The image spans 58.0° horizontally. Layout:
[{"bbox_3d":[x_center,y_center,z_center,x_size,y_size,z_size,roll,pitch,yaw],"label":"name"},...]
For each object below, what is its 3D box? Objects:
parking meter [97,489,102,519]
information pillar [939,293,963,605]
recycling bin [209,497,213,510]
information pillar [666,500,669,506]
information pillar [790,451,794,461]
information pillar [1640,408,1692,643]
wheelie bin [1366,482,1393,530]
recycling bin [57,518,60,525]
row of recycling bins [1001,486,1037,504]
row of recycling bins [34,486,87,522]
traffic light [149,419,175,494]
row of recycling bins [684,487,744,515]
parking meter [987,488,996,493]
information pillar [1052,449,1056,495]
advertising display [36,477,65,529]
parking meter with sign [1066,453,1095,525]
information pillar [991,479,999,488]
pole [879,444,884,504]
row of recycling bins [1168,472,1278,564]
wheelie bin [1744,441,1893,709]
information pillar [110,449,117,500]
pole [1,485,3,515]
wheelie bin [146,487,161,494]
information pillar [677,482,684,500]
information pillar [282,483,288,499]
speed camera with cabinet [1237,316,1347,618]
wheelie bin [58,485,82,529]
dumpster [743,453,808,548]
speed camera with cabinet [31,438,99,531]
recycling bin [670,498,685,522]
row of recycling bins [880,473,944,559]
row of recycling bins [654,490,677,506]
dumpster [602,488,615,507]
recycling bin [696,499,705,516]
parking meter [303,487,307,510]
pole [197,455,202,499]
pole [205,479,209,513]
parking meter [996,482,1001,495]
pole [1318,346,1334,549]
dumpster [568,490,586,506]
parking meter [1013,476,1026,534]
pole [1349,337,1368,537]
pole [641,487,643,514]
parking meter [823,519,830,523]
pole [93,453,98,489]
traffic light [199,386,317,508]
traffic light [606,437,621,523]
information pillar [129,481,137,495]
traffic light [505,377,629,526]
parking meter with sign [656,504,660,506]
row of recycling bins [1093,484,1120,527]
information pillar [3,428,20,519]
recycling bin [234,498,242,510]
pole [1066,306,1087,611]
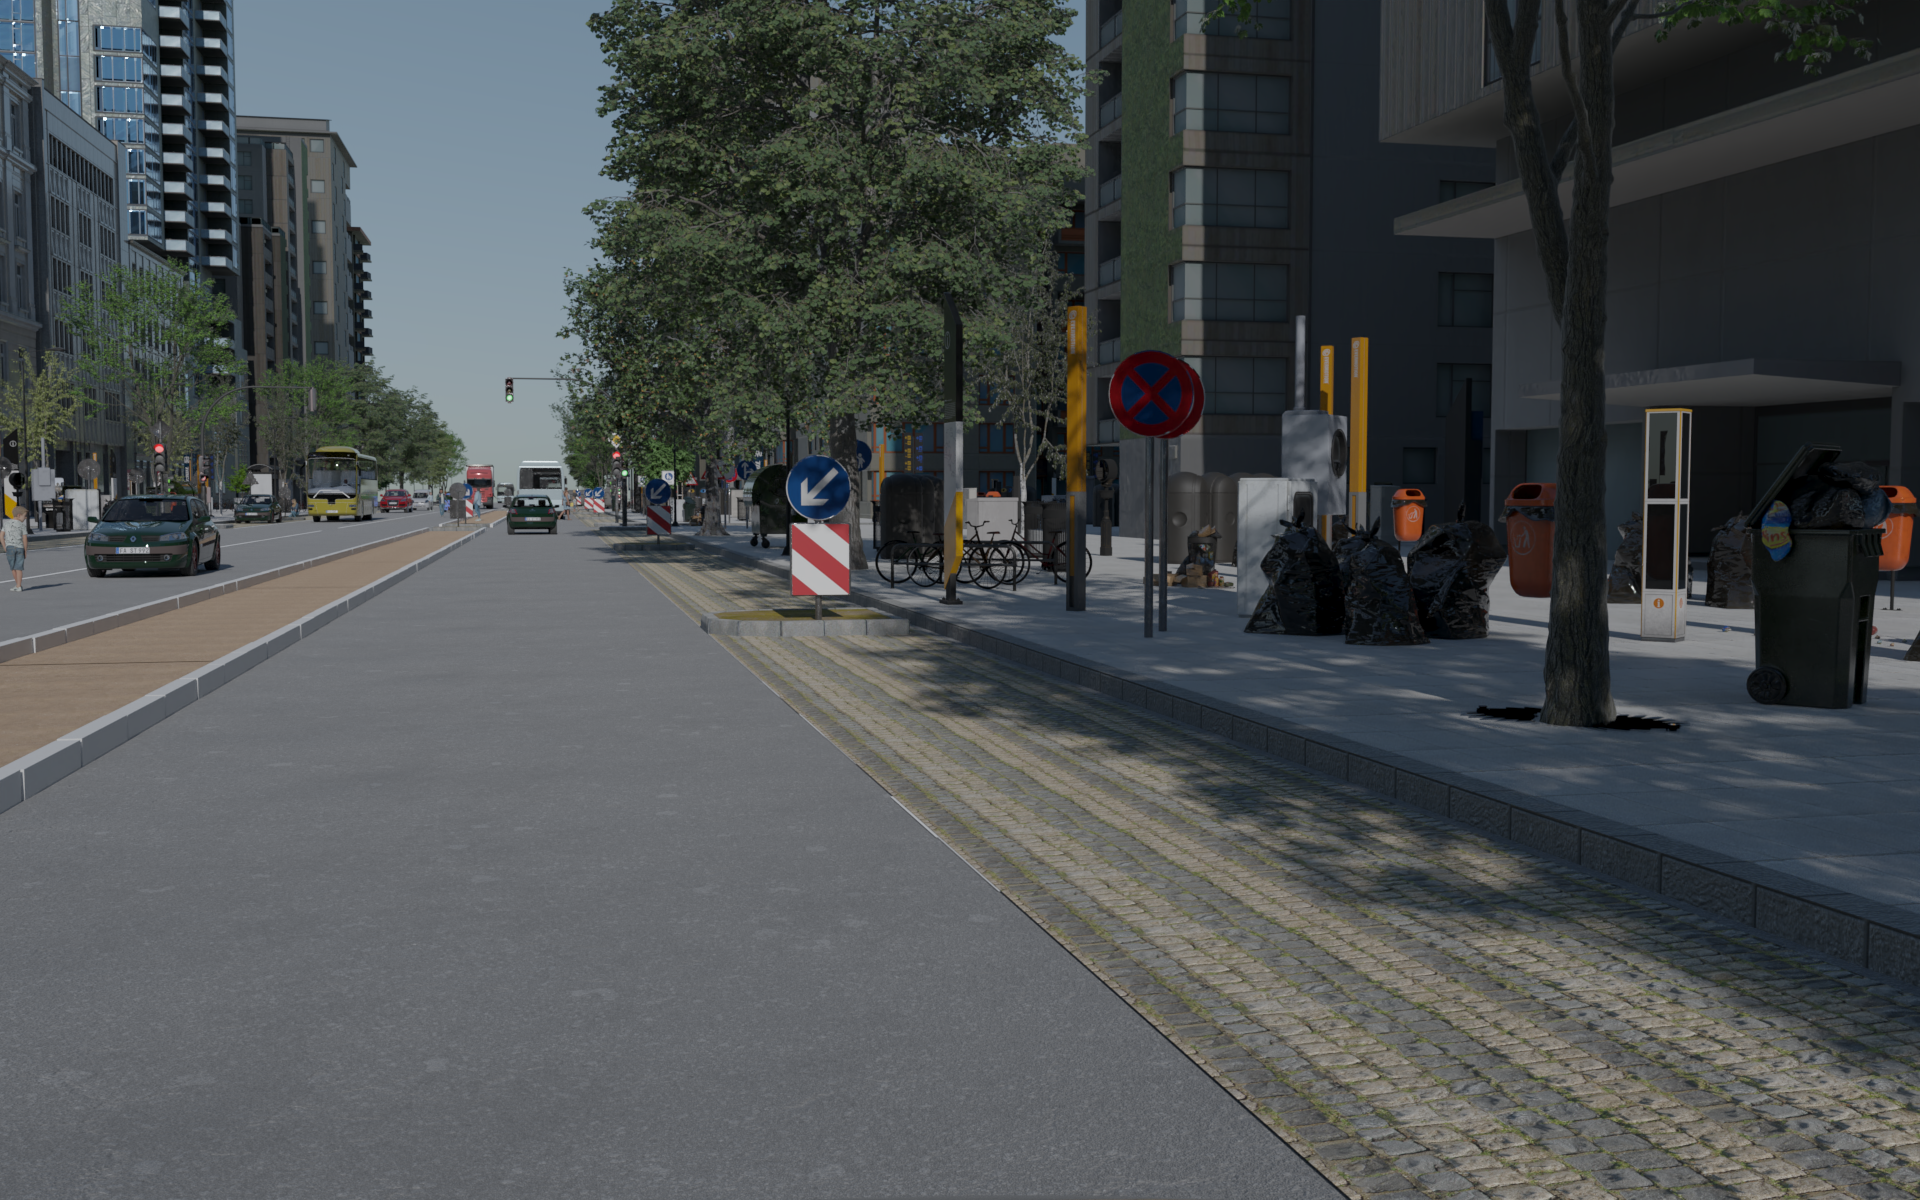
[{"bbox_3d":[-41.416,-4.569,83.108,0.372,1.533,0.369,0,3,0],"label":"parking meter"},{"bbox_3d":[-0.081,-1.754,20.031,0.183,3.616,0.504,-1,4,-17],"label":"information pillar"},{"bbox_3d":[-58.988,-7.522,135.538,0.722,1.027,0.722,3,5,39],"label":"recycling bin"},{"bbox_3d":[-16.689,-5.746,98.445,0.304,2.012,0.304,0,4,-1],"label":"information pillar"},{"bbox_3d":[-8.537,-5.863,87.215,0.183,3.616,0.504,-3,5,-43],"label":"information pillar"},{"bbox_3d":[6.142,-0.647,15.072,0.304,2.012,0.304,3,4,39],"label":"information pillar"},{"bbox_3d":[11.092,-2.291,45.369,0.693,1.594,0.980,-2,4,-31],"label":"wheelie bin"},{"bbox_3d":[-37.470,-3.682,72.748,0.722,1.027,0.722,3,5,40],"label":"recycling bin"},{"bbox_3d":[2.925,-4.857,86.532,1.069,1.692,3.534,-1,4,-19],"label":"row of recycling bins"},{"bbox_3d":[-41.709,-4.479,80.340,1.069,1.692,3.534,0,4,4],"label":"row of recycling bins"},{"bbox_3d":[-29.762,-4.629,64.603,0.839,4.253,0.868,-1,4,-13],"label":"traffic light"},{"bbox_3d":[-15.358,-6.105,106.935,3.534,1.692,1.069,0,4,7],"label":"row of recycling bins"},{"bbox_3d":[1.309,-3.903,72.221,0.372,1.533,0.369,0,3,0],"label":"parking meter"},{"bbox_3d":[4.840,-5.976,89.058,0.183,3.616,0.504,1,4,19],"label":"information pillar"},{"bbox_3d":[-33.847,-3.623,64.453,0.974,1.923,0.123,-2,4,-35],"label":"advertising display"},{"bbox_3d":[5.316,-4.681,72.788,1.738,3.016,0.543,0,4,1],"label":"parking meter with sign"},{"bbox_3d":[1.748,-5.023,86.613,0.304,2.012,0.304,-1,4,-12],"label":"information pillar"},{"bbox_3d":[-3.206,-4.712,70.888,0.158,3.312,0.155,0,3,0],"label":"pole"},{"bbox_3d":[5.063,-1.578,32.913,1.069,1.692,3.534,3,5,41],"label":"row of recycling bins"},{"bbox_3d":[5.265,-0.166,10.615,0.693,1.594,0.980,3,5,42],"label":"wheelie bin"},{"bbox_3d":[-43.860,-6.020,89.781,0.183,3.616,0.504,0,4,-5],"label":"information pillar"},{"bbox_3d":[-32.854,-3.995,59.168,0.158,3.312,0.155,0,3,0],"label":"pole"},{"bbox_3d":[-34.717,-4.086,74.711,0.980,1.594,0.693,-1,4,-17],"label":"wheelie bin"},{"bbox_3d":[-15.701,-5.678,97.322,0.304,2.012,0.304,0,4,4],"label":"information pillar"},{"bbox_3d":[-45.879,-6.923,117.690,0.304,2.012,0.304,-2,4,-30],"label":"information pillar"},{"bbox_3d":[3.605,-1.486,18.626,0.660,3.252,2.038,2,4,29],"label":"speed camera with cabinet"},{"bbox_3d":[-32.526,-3.404,63.558,0.980,1.594,0.693,-3,4,-37],"label":"wheelie bin"},{"bbox_3d":[-4.359,-2.391,41.589,1.502,2.255,1.985,-1,4,-13],"label":"dumpster"},{"bbox_3d":[-31.700,-4.098,61.344,2.038,3.252,0.660,-3,4,-36],"label":"speed camera with cabinet"},{"bbox_3d":[-12.824,-4.102,79.625,0.722,1.027,0.722,0,4,-5],"label":"recycling bin"},{"bbox_3d":[-0.891,-1.750,35.724,1.069,1.692,3.534,1,4,10],"label":"row of recycling bins"},{"bbox_3d":[-24.274,-8.518,146.382,3.534,1.692,1.069,-1,4,-17],"label":"row of recycling bins"},{"bbox_3d":[-29.502,-8.580,146.044,1.264,1.857,1.865,-1,4,-13],"label":"dumpster"},{"bbox_3d":[-14.625,-5.163,96.975,0.722,1.027,0.722,3,5,40],"label":"recycling bin"},{"bbox_3d":[-54.172,-8.410,143.219,0.255,1.863,0.399,-2,4,-30],"label":"parking meter"},{"bbox_3d":[-39.295,-5.851,89.511,0.158,3.312,0.155,0,3,0],"label":"pole"},{"bbox_3d":[-41.137,-6.158,94.519,0.158,3.312,0.155,0,3,0],"label":"pole"},{"bbox_3d":[1.815,-4.623,81.297,0.255,1.863,0.399,0,3,0],"label":"parking meter"},{"bbox_3d":[5.060,-1.842,23.952,0.158,3.312,0.155,0,3,0],"label":"pole"},{"bbox_3d":[-38.863,-10.254,175.864,1.865,1.857,1.264,-1,4,-11],"label":"dumpster"},{"bbox_3d":[1.923,-3.072,55.944,0.255,1.863,0.399,3,4,37],"label":"parking meter"},{"bbox_3d":[5.216,-1.764,22.690,0.158,3.312,0.155,0,3,0],"label":"pole"},{"bbox_3d":[-20.660,-7.276,112.810,0.158,3.312,0.155,0,3,0],"label":"pole"},{"bbox_3d":[-3.394,-2.433,45.490,0.255,1.863,0.399,3,5,41],"label":"parking meter"},{"bbox_3d":[-42.913,-5.637,86.012,0.158,3.312,0.155,0,3,0],"label":"pole"},{"bbox_3d":[-29.585,-6.007,72.887,4.771,5.953,1.251,-1,4,-13],"label":"traffic light"},{"bbox_3d":[-15.146,-5.342,76.269,0.839,4.253,0.868,-1,4,-13],"label":"traffic light"},{"bbox_3d":[-46.559,-5.692,97.559,0.304,2.012,0.304,-3,5,-39],"label":"information pillar"},{"bbox_3d":[-15.323,-5.701,67.879,4.771,5.953,1.251,-1,4,-13],"label":"traffic light"},{"bbox_3d":[-17.548,-6.440,101.553,0.543,3.016,1.738,0,4,3],"label":"parking meter with sign"},{"bbox_3d":[6.414,-3.785,68.996,1.069,1.692,3.534,3,4,38],"label":"row of recycling bins"},{"bbox_3d":[-33.662,-4.291,61.514,0.504,3.616,0.183,-1,4,-15],"label":"information pillar"},{"bbox_3d":[-45.570,-5.954,109.900,0.722,1.027,0.722,-3,5,-45],"label":"recycling bin"},{"bbox_3d":[1.274,-1.534,18.930,0.158,3.312,0.155,0,3,0],"label":"pole"}]
